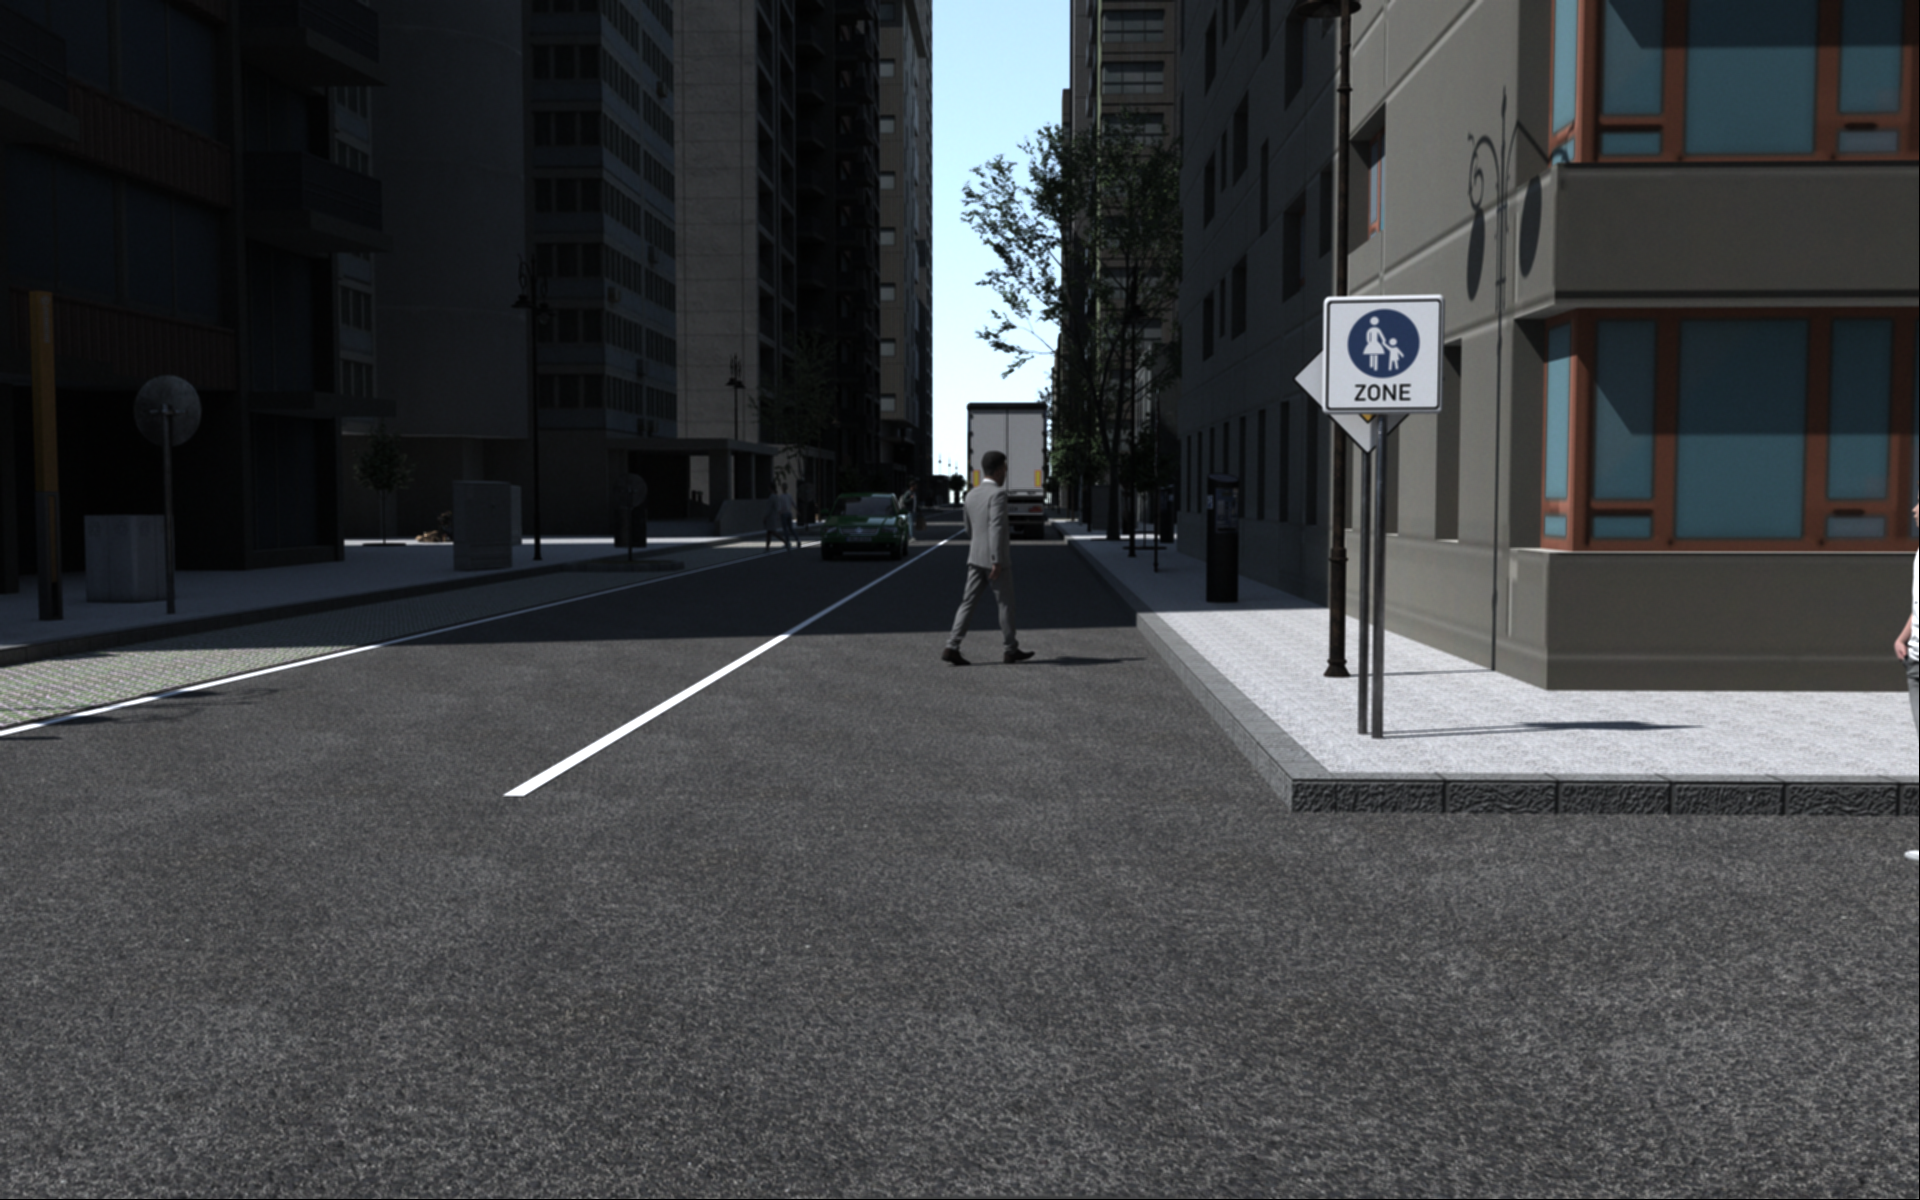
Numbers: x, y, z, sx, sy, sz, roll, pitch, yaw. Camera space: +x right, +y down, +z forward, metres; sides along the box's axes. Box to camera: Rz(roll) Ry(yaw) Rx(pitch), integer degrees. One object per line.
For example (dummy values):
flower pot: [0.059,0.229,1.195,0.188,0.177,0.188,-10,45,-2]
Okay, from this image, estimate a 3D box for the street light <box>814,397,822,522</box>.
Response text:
street light: [-6.496,-6.567,80.151,0.468,5.910,1.993,0,4,2]

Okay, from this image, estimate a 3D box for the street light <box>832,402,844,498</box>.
street light: [-6.162,-7.004,87.299,0.468,5.910,1.993,0,4,2]

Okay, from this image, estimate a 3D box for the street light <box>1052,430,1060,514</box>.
street light: [6.486,-8.608,113.531,0.468,5.910,1.993,0,4,2]

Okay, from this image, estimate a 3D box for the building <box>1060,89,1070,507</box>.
building: [17.354,-30.238,177.983,14.154,41.232,14.086,0,4,2]

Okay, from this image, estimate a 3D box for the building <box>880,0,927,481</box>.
building: [-18.426,-36.306,182.844,28.713,52.752,27.495,0,4,2]

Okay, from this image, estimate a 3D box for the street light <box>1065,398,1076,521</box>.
street light: [5.416,-6.735,82.906,0.468,5.910,1.993,0,4,2]

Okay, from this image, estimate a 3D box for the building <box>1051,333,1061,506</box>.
building: [24.942,-21.696,199.768,27.650,21.520,28.899,0,4,2]

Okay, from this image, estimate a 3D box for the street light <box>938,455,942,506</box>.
street light: [-2.237,-13.509,193.654,0.468,5.910,1.993,0,4,2]

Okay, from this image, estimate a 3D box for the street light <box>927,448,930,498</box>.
street light: [-3.107,-12.034,169.543,0.468,5.910,1.993,0,4,2]

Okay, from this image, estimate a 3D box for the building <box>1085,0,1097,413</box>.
building: [19.742,-30.280,114.683,23.786,49.044,30.456,0,4,2]

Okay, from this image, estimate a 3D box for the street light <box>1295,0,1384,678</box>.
street light: [2.654,-2.399,12.016,0.468,5.910,1.993,0,4,2]

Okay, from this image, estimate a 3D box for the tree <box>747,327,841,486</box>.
tree: [-7.000,-7.655,75.518,4.737,8.622,4.395,0,3,0]

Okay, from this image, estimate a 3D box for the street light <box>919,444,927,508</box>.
street light: [-3.555,-11.294,157.446,0.468,5.910,1.993,0,4,2]

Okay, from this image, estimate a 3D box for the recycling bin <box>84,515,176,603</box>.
recycling bin: [-9.951,-0.503,20.772,0.722,1.027,0.722,1,4,14]

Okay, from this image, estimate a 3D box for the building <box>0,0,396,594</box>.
building: [-21.726,-22.586,23.912,22.147,44.769,28.867,0,4,2]

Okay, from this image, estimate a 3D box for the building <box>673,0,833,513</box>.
building: [-15.022,-43.158,143.892,20.563,71.187,20.611,0,4,2]

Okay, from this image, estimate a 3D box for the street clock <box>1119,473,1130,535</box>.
street clock: [5.255,-3.068,54.730,0.471,2.002,0.358,3,4,36]

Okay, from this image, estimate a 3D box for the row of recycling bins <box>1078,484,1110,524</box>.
row of recycling bins: [5.974,-4.151,74.977,1.069,1.692,3.534,-1,4,-12]

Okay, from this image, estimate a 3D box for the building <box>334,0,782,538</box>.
building: [-23.062,-22.423,58.491,32.217,40.220,23.993,0,4,2]

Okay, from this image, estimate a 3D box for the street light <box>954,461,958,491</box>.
street light: [-0.500,-16.356,240.213,0.468,5.910,1.993,0,4,2]

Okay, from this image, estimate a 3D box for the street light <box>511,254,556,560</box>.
street light: [-8.211,-3.713,33.495,0.468,5.910,1.993,0,4,2]

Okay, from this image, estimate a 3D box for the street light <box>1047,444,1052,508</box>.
street light: [7.347,-10.026,136.715,0.468,5.910,1.993,0,4,2]

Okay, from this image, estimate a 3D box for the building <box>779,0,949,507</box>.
building: [-11.872,-48.451,230.423,20.563,71.187,20.611,0,4,2]

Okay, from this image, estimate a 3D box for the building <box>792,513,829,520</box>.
building: [-17.600,-40.121,94.223,20.563,71.187,20.611,0,4,2]

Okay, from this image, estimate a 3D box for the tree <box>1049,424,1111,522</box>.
tree: [5.563,-5.861,79.536,4.285,4.588,4.351,0,3,0]

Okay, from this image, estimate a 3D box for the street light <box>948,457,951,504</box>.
street light: [-1.315,-14.927,216.836,0.468,5.910,1.993,0,4,2]

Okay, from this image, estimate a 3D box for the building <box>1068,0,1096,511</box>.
building: [19.589,-36.801,143.699,21.231,58.520,28.212,0,4,2]

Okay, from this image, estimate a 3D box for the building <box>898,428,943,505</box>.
building: [-18.531,-31.643,209.238,32.217,40.220,23.993,0,4,2]

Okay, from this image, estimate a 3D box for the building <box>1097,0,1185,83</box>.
building: [14.258,-25.006,92.450,14.154,41.232,14.086,0,4,2]

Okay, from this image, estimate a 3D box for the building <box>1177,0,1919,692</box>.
building: [18.787,-10.940,23.904,28.899,21.520,27.650,0,4,2]

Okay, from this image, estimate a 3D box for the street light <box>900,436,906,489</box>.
street light: [-4.418,-9.859,133.982,0.468,5.910,1.993,0,4,2]

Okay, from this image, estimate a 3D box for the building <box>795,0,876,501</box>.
building: [-17.558,-28.468,120.083,22.147,44.769,28.867,0,4,2]

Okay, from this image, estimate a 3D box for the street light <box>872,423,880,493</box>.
street light: [-5.308,-8.441,110.799,0.468,5.910,1.993,0,4,2]

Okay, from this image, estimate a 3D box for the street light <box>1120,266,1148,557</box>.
street light: [3.515,-3.817,35.201,0.468,5.910,1.993,0,4,2]

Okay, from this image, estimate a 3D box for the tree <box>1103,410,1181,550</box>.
tree: [4.421,-2.792,40.253,1.663,3.219,1.824,0,3,0]

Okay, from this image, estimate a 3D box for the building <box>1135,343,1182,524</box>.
building: [19.130,-46.101,66.425,22.319,86.520,31.000,0,4,2]

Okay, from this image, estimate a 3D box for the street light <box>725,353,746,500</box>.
street light: [-7.357,-5.149,56.966,0.468,5.910,1.993,0,4,2]

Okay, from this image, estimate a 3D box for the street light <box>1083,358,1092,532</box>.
street light: [4.394,-5.254,58.693,0.468,5.910,1.993,0,4,2]
